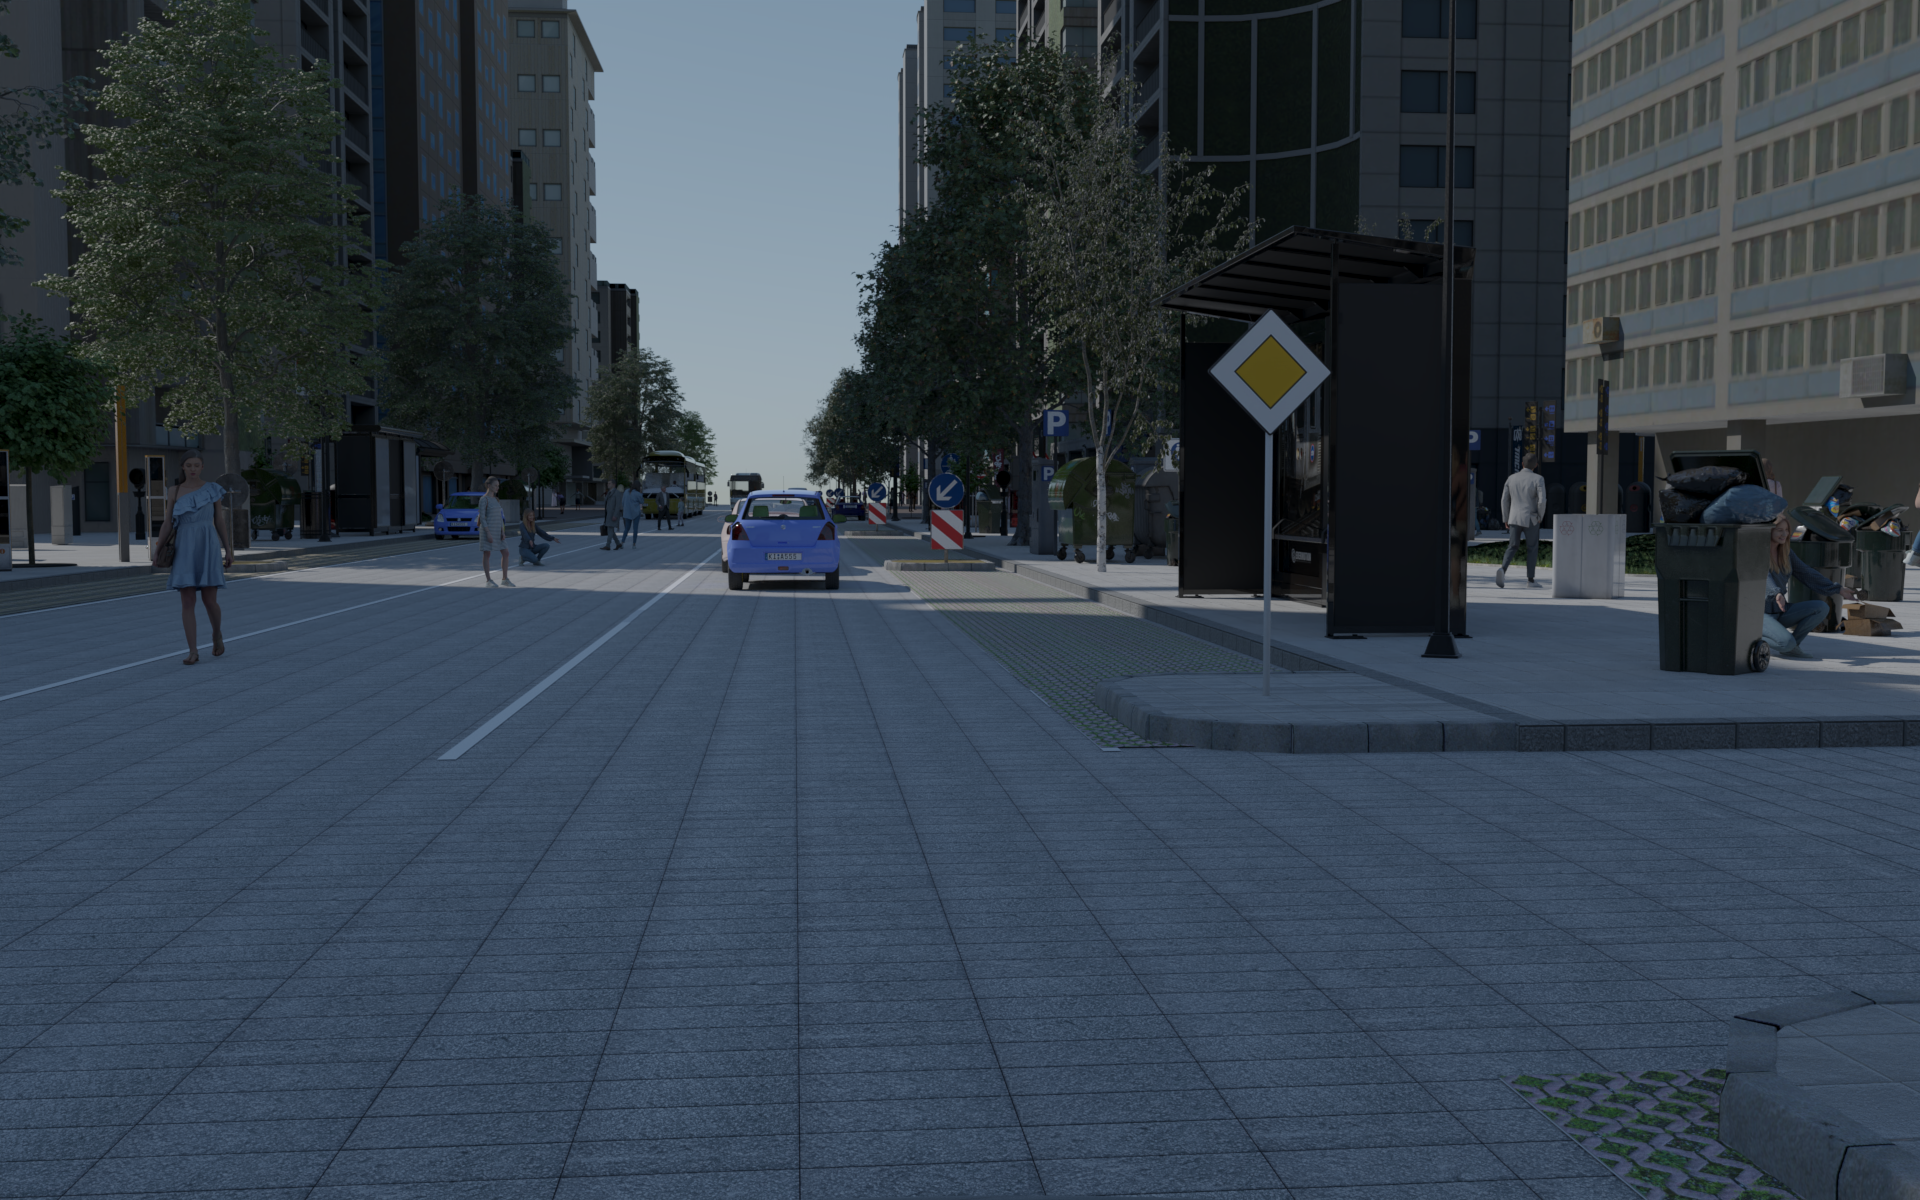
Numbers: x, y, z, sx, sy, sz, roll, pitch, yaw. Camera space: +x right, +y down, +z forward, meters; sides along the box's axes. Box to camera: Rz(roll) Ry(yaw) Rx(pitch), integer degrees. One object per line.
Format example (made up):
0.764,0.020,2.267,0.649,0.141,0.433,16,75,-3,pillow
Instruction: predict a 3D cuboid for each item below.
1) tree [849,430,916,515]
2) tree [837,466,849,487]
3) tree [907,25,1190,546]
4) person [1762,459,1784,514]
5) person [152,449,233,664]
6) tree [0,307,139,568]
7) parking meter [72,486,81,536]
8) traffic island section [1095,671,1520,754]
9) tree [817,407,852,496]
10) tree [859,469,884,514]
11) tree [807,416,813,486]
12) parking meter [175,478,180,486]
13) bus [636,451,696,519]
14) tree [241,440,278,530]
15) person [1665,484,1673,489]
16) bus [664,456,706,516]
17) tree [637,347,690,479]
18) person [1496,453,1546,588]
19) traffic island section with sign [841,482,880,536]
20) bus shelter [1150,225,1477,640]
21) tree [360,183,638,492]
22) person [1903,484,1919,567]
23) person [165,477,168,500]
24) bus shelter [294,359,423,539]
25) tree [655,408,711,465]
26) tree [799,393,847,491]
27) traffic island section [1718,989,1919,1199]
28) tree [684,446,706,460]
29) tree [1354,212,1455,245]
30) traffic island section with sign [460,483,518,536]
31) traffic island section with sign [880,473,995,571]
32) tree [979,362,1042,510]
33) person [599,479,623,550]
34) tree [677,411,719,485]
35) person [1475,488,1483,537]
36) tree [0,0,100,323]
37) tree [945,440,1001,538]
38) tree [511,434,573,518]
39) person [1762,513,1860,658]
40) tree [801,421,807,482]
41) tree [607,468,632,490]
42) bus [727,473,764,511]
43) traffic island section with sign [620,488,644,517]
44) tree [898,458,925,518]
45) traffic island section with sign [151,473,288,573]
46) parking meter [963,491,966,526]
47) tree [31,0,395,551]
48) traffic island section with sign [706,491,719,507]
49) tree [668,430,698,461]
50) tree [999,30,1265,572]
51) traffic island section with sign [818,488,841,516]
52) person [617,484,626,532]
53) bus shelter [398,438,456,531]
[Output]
-4.391,-9.537,106.296,4.360,8.622,3.978,0,3,0,tree
-14.446,-16.134,214.150,4.360,8.622,3.978,0,3,0,tree
1.546,-7.693,42.790,9.611,12.733,9.660,0,3,0,tree
10.708,-1.000,22.983,0.593,1.750,0.643,2,4,25,person
-6.558,-0.380,14.813,0.616,1.811,0.778,-1,4,-9,person
-16.403,-2.871,30.661,4.285,4.588,4.351,0,3,0,tree
-27.299,-2.747,53.322,0.372,1.533,0.369,0,3,0,parking meter
1.992,0.689,11.012,2.009,0.180,2.903,0,4,-5,traffic island section
-11.845,-15.880,185.396,9.928,11.665,9.643,0,3,0,tree
-5.758,-7.181,112.017,1.663,3.219,1.824,0,3,0,tree
-1.136,-9.654,74.857,9.611,12.733,9.660,0,3,0,tree
-25.168,-3.078,56.033,0.255,1.863,0.399,1,4,17,parking meter
-17.069,-6.742,101.776,2.896,3.916,12.252,0,4,-6,bus
-24.912,-4.114,61.864,1.663,3.219,1.824,0,3,0,tree
10.171,-1.086,24.192,0.661,1.777,0.834,-2,4,-35,person
-18.554,-7.586,115.578,2.896,3.916,12.252,0,4,-5,bus
-27.644,-14.714,147.221,9.857,13.997,8.962,0,3,0,tree
7.681,-1.087,23.662,0.795,1.843,0.661,-3,5,-42,person
-3.001,-3.126,59.743,1.989,1.847,2.006,0,4,-5,traffic island section with sign
3.483,-1.656,18.364,1.731,3.624,6.357,0,4,-5,bus shelter
-20.363,-10.174,72.997,9.857,13.997,8.962,0,3,0,tree
6.524,-0.325,11.336,0.580,1.828,0.573,-3,5,-39,person
-21.403,-2.465,46.569,0.641,1.798,0.478,-2,4,-28,person
-18.642,-4.645,53.571,2.179,5.291,8.768,0,4,-5,bus shelter
-33.967,-17.416,210.504,9.928,11.665,9.643,0,3,0,tree
-13.512,-17.700,199.767,12.009,13.543,11.850,0,3,0,tree
2.753,1.175,3.063,2.009,0.180,2.903,0,4,-5,traffic island section
-35.787,-17.014,228.537,4.360,8.622,3.978,0,3,0,tree
11.138,-5.763,44.580,4.360,8.622,3.978,0,3,0,tree
-16.250,-3.103,59.365,1.989,1.847,2.006,0,4,-5,traffic island section with sign
-0.427,-1.483,32.869,1.989,1.847,2.006,0,4,-5,traffic island section with sign
2.159,-8.123,83.175,4.737,8.622,4.395,0,3,0,tree
-8.899,-2.172,44.116,0.767,1.812,0.694,-3,5,-39,person
-36.729,-19.415,235.561,7.486,12.596,7.792,0,3,0,tree
15.345,-2.813,52.024,0.713,1.824,0.794,2,4,26,person
-15.465,-6.935,20.043,9.857,13.997,8.962,0,3,0,tree
0.388,-3.482,51.540,1.663,3.219,1.824,0,3,0,tree
-22.398,-6.657,92.560,4.285,4.588,4.351,0,3,0,tree
6.559,-0.124,13.577,1.012,1.151,0.738,-1,4,-19,person
-9.208,-14.387,152.235,9.611,12.733,9.660,0,3,0,tree
-24.621,-7.996,125.334,1.663,3.219,1.824,0,3,0,tree
-17.739,-9.131,144.145,2.948,3.499,13.247,0,4,-6,bus
-21.011,-6.153,109.236,1.989,1.847,2.006,0,4,-5,traffic island section with sign
-2.582,-5.928,91.524,1.663,3.219,1.824,0,3,0,tree
-13.639,-1.437,32.116,1.989,1.847,2.006,0,4,-5,traffic island section with sign
0.037,-3.839,68.486,0.399,1.863,0.255,2,4,35,parking meter
-16.941,-7.405,39.191,7.486,12.596,7.792,0,3,0,tree
-31.450,-12.827,218.345,1.989,1.847,2.006,0,4,-5,traffic island section with sign
-32.000,-15.009,195.759,4.737,8.622,4.395,0,3,0,tree
2.447,-4.750,28.033,4.360,8.622,3.978,0,3,0,tree
-7.812,-6.201,110.014,1.989,1.847,2.006,0,4,-5,traffic island section with sign
-13.044,-3.532,66.428,0.537,1.800,0.526,0,4,8,person
-19.856,-4.219,62.908,2.014,3.302,5.546,0,4,-6,bus shelter
